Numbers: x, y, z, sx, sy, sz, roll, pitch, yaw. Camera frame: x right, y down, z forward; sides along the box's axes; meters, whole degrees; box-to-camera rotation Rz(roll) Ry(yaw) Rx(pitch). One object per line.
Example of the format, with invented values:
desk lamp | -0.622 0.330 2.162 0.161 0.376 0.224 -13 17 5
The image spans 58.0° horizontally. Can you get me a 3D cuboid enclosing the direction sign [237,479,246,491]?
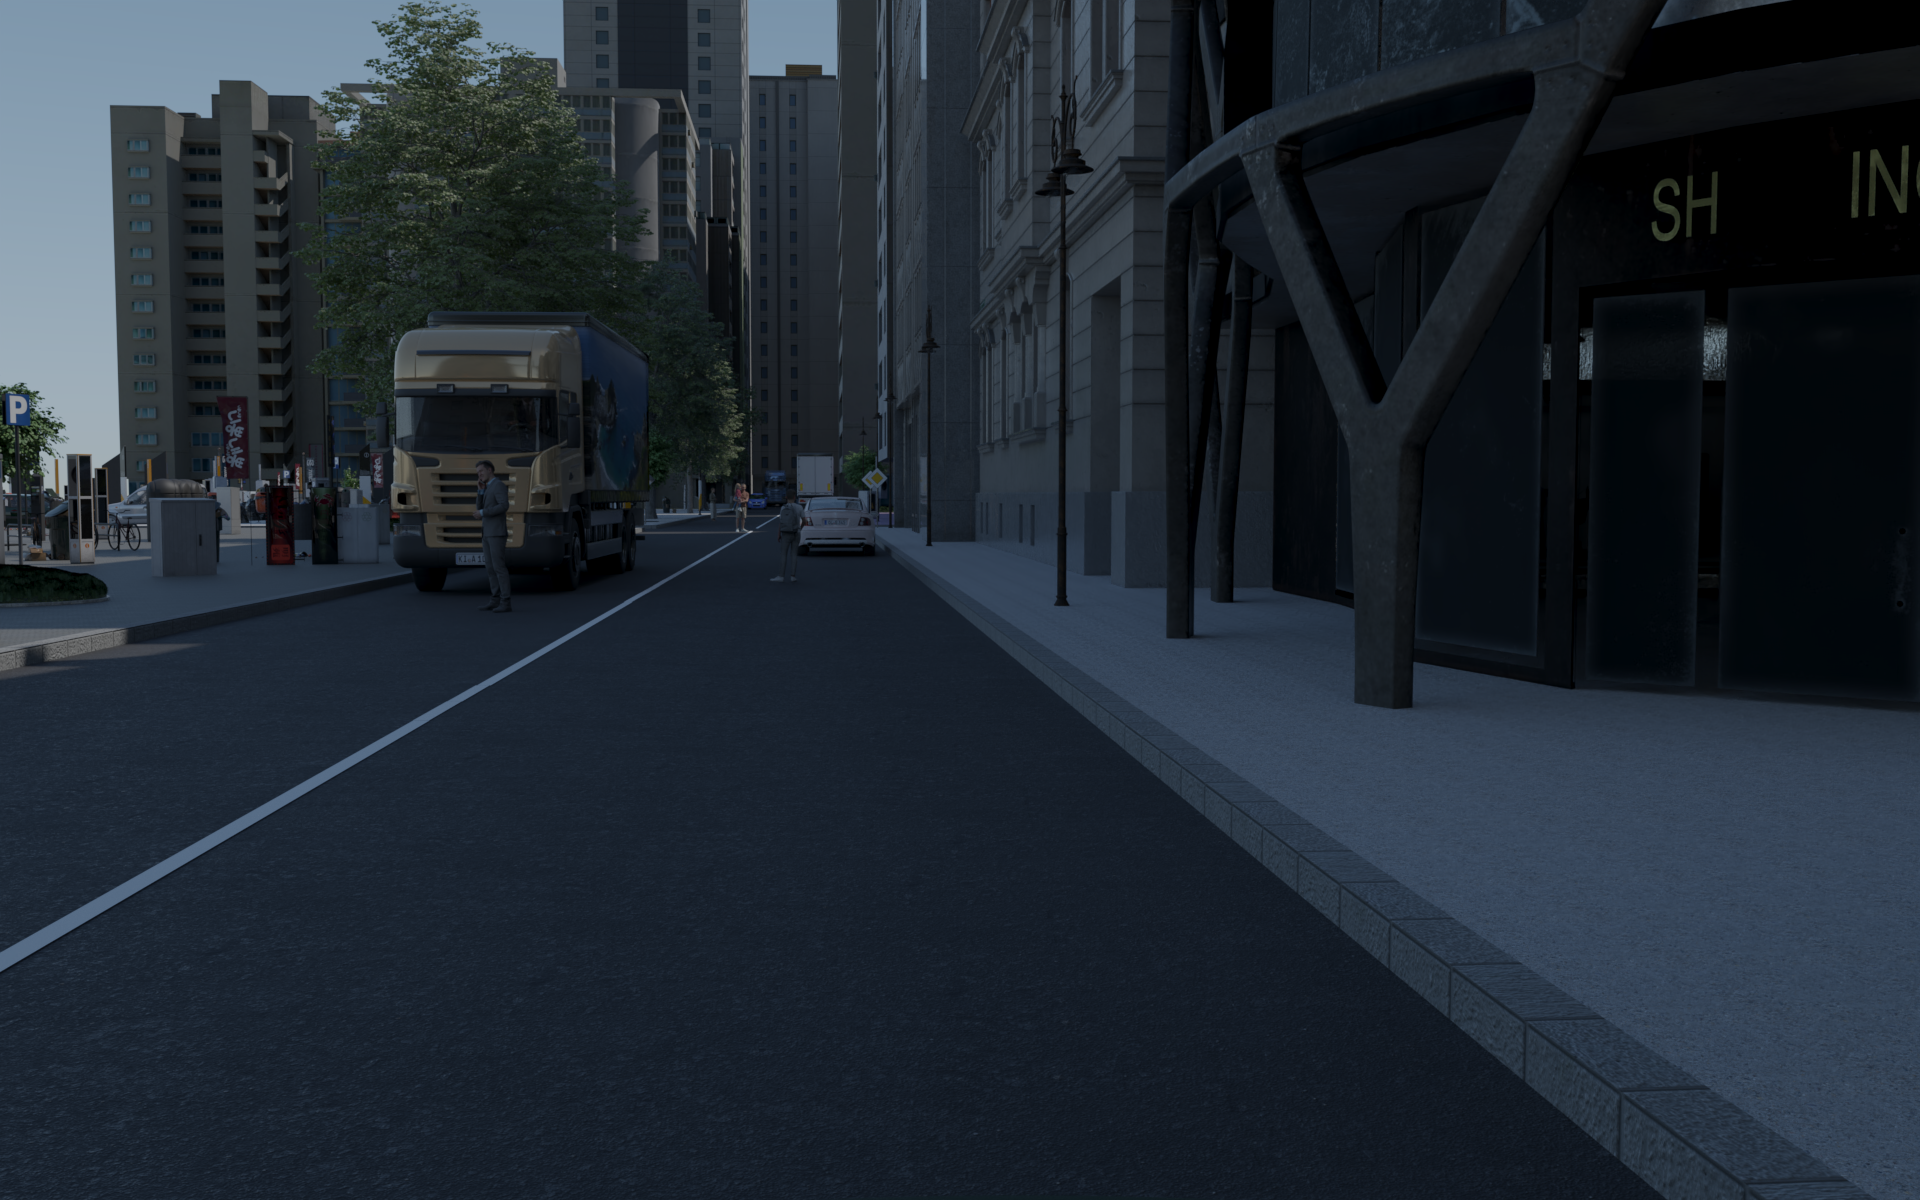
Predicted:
direction sign | -55.820 -8.723 134.624 0.876 3.537 0.379 2 4 26

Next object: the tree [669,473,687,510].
tree | -22.464 -11.703 141.711 4.360 8.622 3.978 0 3 0

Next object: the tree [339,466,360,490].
tree | -40.986 -7.430 116.085 1.663 3.219 1.824 0 3 0

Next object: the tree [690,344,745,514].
tree | -18.165 -11.959 113.650 7.486 12.596 7.792 0 3 0

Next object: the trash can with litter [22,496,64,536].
trash can with litter | -28.272 -2.594 53.470 1.678 1.210 2.233 1 4 20

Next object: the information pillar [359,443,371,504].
information pillar | -27.233 -5.381 79.340 0.504 3.616 0.183 -1 4 -14

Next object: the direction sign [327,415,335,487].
direction sign | -18.156 -3.551 50.052 0.379 3.537 0.876 -1 4 -9

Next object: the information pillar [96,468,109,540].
information pillar | -24.147 -2.706 48.731 0.304 2.012 0.304 -2 4 -32

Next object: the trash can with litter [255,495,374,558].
trash can with litter | -13.052 -1.482 35.292 2.233 1.210 1.678 0 4 -5

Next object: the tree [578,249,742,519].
tree | -16.043 -11.147 88.911 9.857 13.997 8.962 0 3 0

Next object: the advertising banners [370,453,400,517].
advertising banners | -23.944 -4.729 73.510 2.074 3.025 0.090 0 4 -3

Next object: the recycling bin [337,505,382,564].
recycling bin | -11.199 -1.198 32.144 0.722 1.027 0.722 -1 4 -23

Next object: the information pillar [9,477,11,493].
information pillar | -74.056 -8.794 135.139 0.504 3.616 0.183 2 4 33

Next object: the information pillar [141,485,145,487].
information pillar | -65.493 -8.226 138.981 0.304 2.012 0.304 2 4 33

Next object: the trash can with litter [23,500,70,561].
trash can with litter | -17.520 -1.347 33.408 0.624 1.170 1.055 3 4 38

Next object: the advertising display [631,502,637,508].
advertising display | -18.987 -5.773 99.607 0.123 1.923 0.974 2 4 34

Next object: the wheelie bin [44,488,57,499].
wheelie bin | -48.827 -5.194 92.828 0.693 1.594 0.980 0 4 4

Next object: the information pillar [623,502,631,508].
information pillar | -14.727 -5.212 76.575 0.183 3.616 0.504 2 4 23

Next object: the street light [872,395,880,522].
street light | -3.838 -6.594 80.592 0.468 5.910 1.993 0 4 -5

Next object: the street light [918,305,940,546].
street light | -0.760 -4.261 42.462 0.468 5.910 1.993 0 4 -5

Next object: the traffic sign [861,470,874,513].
traffic sign | -3.808 -4.293 73.827 0.795 2.450 0.064 0 4 -5

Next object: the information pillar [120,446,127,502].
information pillar | -40.839 -5.703 84.597 0.504 3.616 0.183 3 5 40

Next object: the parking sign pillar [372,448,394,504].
parking sign pillar | -32.306 -6.661 97.382 1.447 3.967 1.447 0 4 -3

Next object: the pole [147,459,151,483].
pole | -47.360 -6.568 101.224 0.158 3.312 0.155 0 3 0

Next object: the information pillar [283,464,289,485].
information pillar | -52.688 -8.812 135.432 0.504 3.616 0.183 2 4 31

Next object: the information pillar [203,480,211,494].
information pillar | -39.685 -5.309 91.292 0.304 2.012 0.304 -3 5 -44

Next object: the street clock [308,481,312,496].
street clock | -36.688 -5.722 98.120 0.471 2.002 0.358 -1 4 -17

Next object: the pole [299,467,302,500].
pole | -50.027 -8.416 131.438 0.158 3.312 0.155 0 3 0

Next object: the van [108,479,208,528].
van | -31.615 -3.716 67.764 4.112 2.044 2.013 0 4 -6

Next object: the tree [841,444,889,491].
tree | -6.176 -7.960 113.859 4.285 4.588 4.351 0 3 0

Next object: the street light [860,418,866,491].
street light | -5.762 -7.973 103.141 0.468 5.910 1.993 0 4 -5

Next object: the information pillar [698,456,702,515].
information pillar | -15.895 -7.004 105.877 0.183 3.616 0.504 -1 4 -19

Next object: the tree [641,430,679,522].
tree | -14.585 -5.885 79.941 4.285 4.588 4.351 0 3 0

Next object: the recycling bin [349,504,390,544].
recycling bin | -15.065 -1.936 44.206 0.722 1.027 0.722 2 4 29

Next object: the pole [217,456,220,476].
pole | -40.052 -6.099 93.567 0.158 3.312 0.155 0 3 0

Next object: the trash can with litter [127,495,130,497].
trash can with litter | -63.544 -7.419 132.359 2.233 1.210 1.678 3 5 39

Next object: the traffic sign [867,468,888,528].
traffic sign | -3.147 -3.806 65.869 0.795 2.450 0.064 0 4 -5

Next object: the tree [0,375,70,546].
tree | -23.977 -3.622 42.929 4.285 4.588 4.351 0 3 0

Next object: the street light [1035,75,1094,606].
street light | 1.169 -2.871 19.722 0.468 5.910 1.993 0 4 -5

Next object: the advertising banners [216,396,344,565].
advertising banners | -12.244 -2.142 31.216 2.074 3.025 0.090 -1 4 -19

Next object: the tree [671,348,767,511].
tree | -19.448 -13.092 131.059 9.611 12.733 9.660 0 3 0

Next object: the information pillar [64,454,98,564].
information pillar | -16.107 -1.666 31.729 0.304 2.012 0.304 2 4 27

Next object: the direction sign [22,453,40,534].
direction sign | -30.146 -3.905 55.845 0.876 3.537 0.379 -1 4 -18

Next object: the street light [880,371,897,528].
street light | -2.618 -5.645 65.076 0.468 5.910 1.993 0 4 -5

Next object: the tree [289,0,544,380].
tree | -11.805 -7.495 40.666 7.486 12.596 7.792 0 3 0

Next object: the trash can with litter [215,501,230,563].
trash can with litter | -13.996 -1.252 31.862 0.624 1.170 1.055 1 4 14

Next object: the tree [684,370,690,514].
tree | -12.467 -8.069 50.050 7.486 12.596 7.792 0 3 0

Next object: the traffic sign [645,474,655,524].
traffic sign | -13.271 -4.246 73.064 0.795 2.450 0.064 0 4 -5

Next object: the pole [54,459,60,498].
pole | -52.378 -6.522 100.479 0.158 3.312 0.155 0 3 0

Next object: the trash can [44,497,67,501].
trash can | -39.455 -3.898 75.386 0.748 1.137 0.748 0 3 0

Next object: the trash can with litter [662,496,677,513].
trash can with litter | -19.484 -6.423 116.397 1.055 1.170 0.624 -1 4 -10

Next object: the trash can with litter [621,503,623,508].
trash can with litter | -23.342 -6.566 118.409 1.678 1.210 2.233 2 4 25
